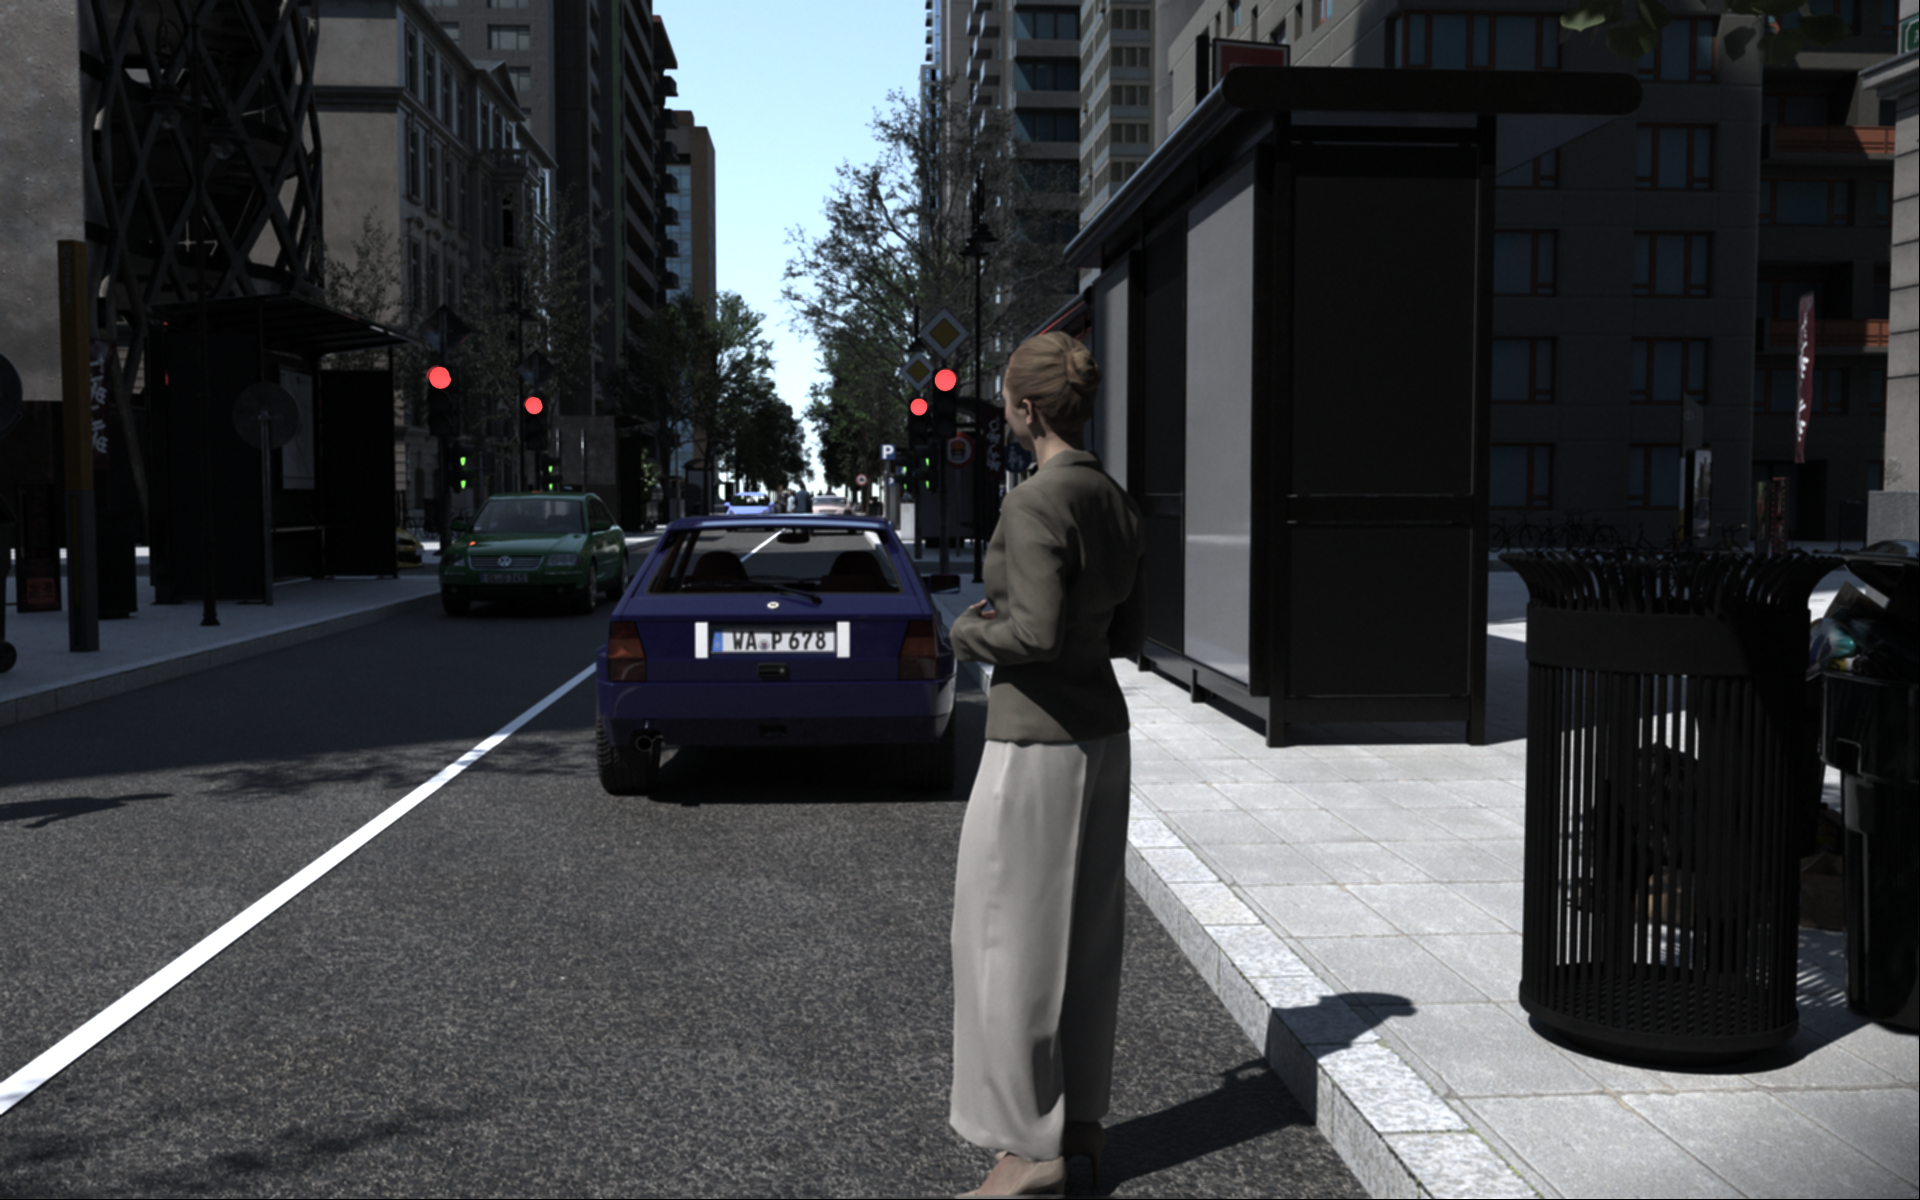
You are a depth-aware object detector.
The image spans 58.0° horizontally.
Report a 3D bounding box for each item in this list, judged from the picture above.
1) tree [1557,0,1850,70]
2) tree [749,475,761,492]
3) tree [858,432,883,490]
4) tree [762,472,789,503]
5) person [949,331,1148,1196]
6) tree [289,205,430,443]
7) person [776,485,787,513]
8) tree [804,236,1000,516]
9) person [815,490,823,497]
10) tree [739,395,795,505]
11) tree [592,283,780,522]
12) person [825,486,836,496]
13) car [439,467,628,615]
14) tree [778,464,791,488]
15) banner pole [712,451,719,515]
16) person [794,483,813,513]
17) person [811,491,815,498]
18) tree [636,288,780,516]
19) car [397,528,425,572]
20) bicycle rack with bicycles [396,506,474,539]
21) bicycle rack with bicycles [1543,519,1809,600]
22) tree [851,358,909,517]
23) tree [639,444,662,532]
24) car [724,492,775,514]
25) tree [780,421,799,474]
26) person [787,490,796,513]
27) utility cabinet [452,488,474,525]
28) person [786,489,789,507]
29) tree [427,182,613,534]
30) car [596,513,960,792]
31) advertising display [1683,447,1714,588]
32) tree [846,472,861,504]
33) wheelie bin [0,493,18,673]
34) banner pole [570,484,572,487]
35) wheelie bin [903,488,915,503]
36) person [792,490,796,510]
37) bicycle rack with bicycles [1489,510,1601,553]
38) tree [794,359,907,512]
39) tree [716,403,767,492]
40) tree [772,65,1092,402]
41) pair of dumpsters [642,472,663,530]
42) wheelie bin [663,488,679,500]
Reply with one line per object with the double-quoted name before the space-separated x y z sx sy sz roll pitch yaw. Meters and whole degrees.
"tree" 2.620 -5.088 1.322 7.486 12.596 7.792 0 3 0
"tree" -18.506 -9.879 156.129 1.663 3.219 1.824 0 3 0
"tree" -7.716 -12.000 146.564 4.737 8.622 4.395 0 3 0
"tree" -24.133 -15.136 231.191 4.285 4.588 4.351 0 3 0
"person" 0.161 0.334 3.582 0.362 1.759 0.519 2 4 33
"tree" -15.643 -5.781 44.889 4.360 8.622 3.978 0 3 0
"person" -7.007 -3.683 68.996 0.573 1.790 0.520 2 4 28
"tree" -1.887 -8.799 69.612 9.928 11.665 9.643 0 3 0
"person" -12.084 -8.648 149.914 1.348 1.822 0.705 -1 4 -17
"tree" -21.247 -17.326 200.287 9.611 12.733 9.660 0 3 0
"tree" -12.718 -8.671 76.176 7.601 10.594 8.767 0 4 6
"person" -6.745 -4.939 89.244 0.794 1.824 0.713 1 4 13
"car" -5.338 -0.810 22.035 1.959 1.807 4.718 0 4 -3
"tree" -24.998 -17.753 240.628 4.360 8.622 3.978 0 3 0
"banner pole" -13.719 -6.551 97.131 0.401 3.779 0.863 -3 4 -38
"person" -5.232 -3.034 58.286 0.721 1.800 0.419 0 4 6
"person" -18.145 -12.527 213.255 0.705 1.831 1.348 -2 4 -28
"tree" -12.622 -9.841 86.652 9.928 11.665 9.643 0 3 0
"car" -11.124 -1.162 29.224 3.980 1.641 2.015 0 4 -3
"bicycle rack with bicycles" -14.901 -2.242 50.045 2.852 0.926 2.925 -3 5 -43
"bicycle rack with bicycles" 8.836 -0.469 21.053 2.925 0.926 2.852 1 4 12
"tree" -3.748 -8.545 90.077 4.360 8.622 3.978 0 3 0
"tree" -10.932 -3.895 58.292 1.663 3.219 1.824 0 3 0
"car" -8.045 -3.485 66.577 1.945 1.707 3.694 0 4 -3
"tree" -20.430 -15.192 182.809 7.601 10.594 8.767 0 4 2
"person" -6.409 -3.384 65.637 0.330 1.601 0.589 -2 4 -27
"utility cabinet" -17.304 -3.147 60.137 0.318 1.500 1.173 -3 5 -44
"person" -14.479 -8.472 146.892 0.599 1.838 0.709 -2 4 -24
"tree" -10.019 -5.547 41.055 4.360 8.622 3.978 0 3 0
"car" -0.943 0.176 9.698 1.945 1.354 3.894 0 4 -3
"advertising display" 10.234 -1.150 24.014 0.123 1.923 0.974 3 4 37
"tree" -13.806 -15.105 230.684 4.285 4.588 4.351 0 3 0
"wheelie bin" -7.194 -0.270 12.321 0.980 1.594 0.693 2 4 25
"banner pole" -18.086 -5.601 81.590 0.863 3.779 0.401 3 4 36
"wheelie bin" -1.718 -3.514 65.356 0.980 1.594 0.693 -2 4 -33
"person" -15.363 -9.294 160.460 1.348 1.823 0.705 -3 5 -40
"bicycle rack with bicycles" 13.249 -1.483 37.628 2.852 0.926 2.925 -2 4 -25
"tree" -6.965 -12.835 126.855 9.611 12.733 9.660 0 3 0
"tree" -16.484 -11.083 131.572 4.737 8.622 4.395 0 3 0
"tree" -0.536 -8.581 50.672 12.009 13.543 11.850 0 3 0
"pair of dumpsters" -11.638 -3.655 62.257 1.574 2.255 4.437 0 4 -4
"wheelie bin" -14.530 -4.818 86.678 0.980 1.594 0.693 0 4 1
